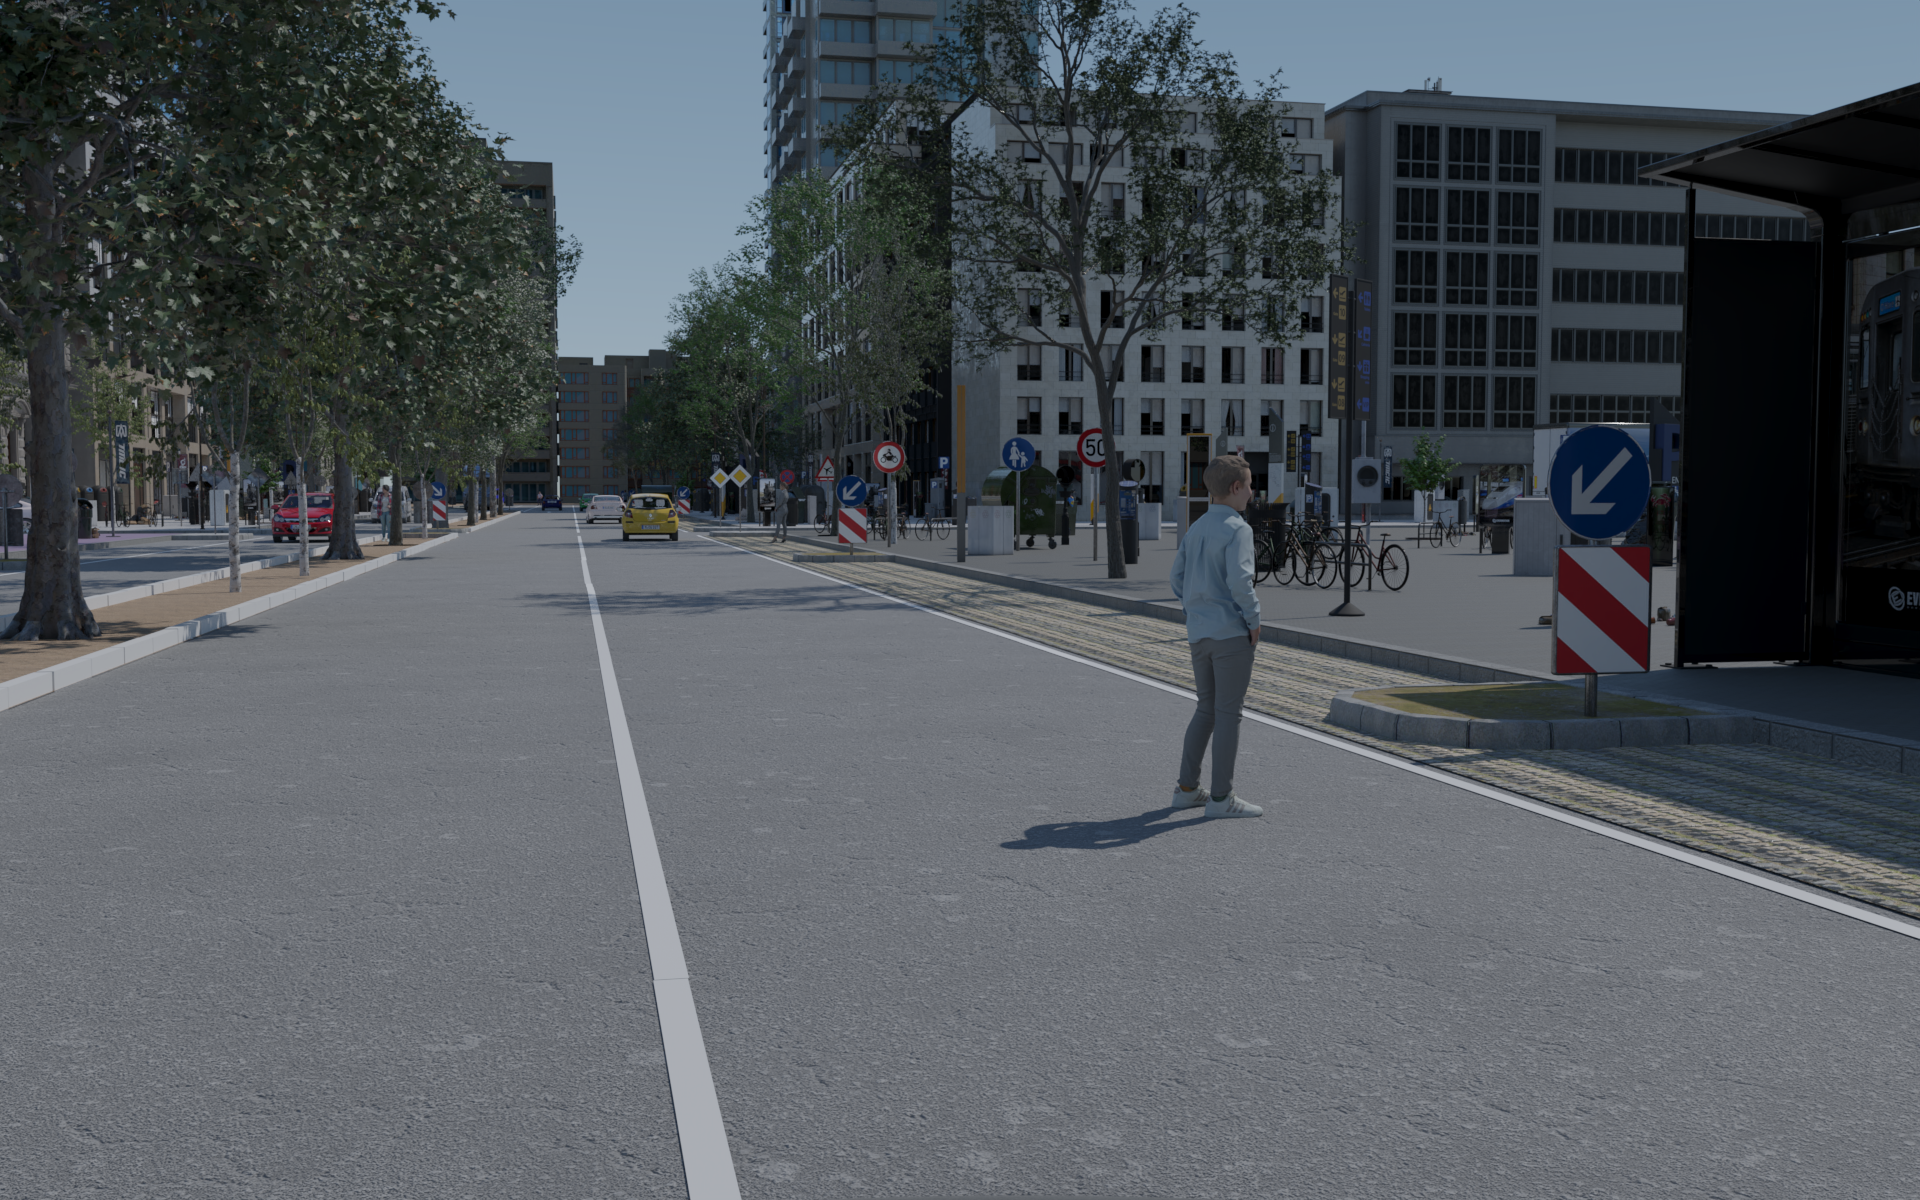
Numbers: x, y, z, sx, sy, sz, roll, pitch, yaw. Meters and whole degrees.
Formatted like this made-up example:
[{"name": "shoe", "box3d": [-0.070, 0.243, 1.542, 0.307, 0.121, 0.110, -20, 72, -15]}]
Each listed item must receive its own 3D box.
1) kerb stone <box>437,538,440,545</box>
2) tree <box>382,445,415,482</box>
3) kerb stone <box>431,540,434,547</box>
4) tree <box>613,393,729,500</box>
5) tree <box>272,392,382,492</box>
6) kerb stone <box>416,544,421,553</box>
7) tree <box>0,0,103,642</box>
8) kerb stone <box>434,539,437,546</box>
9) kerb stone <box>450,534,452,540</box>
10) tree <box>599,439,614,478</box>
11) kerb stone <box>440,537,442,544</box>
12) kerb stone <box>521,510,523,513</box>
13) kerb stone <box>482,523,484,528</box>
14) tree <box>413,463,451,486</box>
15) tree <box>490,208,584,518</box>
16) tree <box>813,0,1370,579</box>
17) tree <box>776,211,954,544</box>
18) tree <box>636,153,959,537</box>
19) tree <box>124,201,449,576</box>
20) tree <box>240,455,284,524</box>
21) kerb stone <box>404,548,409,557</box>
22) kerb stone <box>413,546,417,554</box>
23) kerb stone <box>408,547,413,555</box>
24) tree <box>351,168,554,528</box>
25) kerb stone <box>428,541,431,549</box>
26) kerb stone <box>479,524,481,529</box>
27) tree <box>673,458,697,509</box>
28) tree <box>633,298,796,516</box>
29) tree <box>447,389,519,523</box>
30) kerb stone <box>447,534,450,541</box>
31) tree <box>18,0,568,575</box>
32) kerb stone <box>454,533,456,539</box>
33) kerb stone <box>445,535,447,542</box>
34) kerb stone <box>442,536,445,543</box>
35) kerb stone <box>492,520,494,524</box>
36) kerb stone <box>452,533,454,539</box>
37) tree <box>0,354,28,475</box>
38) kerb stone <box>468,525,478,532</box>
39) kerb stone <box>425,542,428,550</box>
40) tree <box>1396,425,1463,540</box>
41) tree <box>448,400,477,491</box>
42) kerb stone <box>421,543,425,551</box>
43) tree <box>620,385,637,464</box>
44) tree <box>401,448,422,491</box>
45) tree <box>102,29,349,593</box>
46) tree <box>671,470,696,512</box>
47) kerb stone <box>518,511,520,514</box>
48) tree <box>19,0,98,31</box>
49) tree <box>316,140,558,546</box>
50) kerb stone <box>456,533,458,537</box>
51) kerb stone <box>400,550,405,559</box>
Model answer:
[{"name": "kerb stone", "box3d": [-14.595, -1.578, 48.020, 0.120, 0.150, 1.000, -1, 4, -13]}, {"name": "tree", "box3d": [-42.642, -12.648, 124.927, 7.486, 12.596, 7.792, 0, 3, 0]}, {"name": "kerb stone", "box3d": [-14.150, -1.457, 46.022, 0.120, 0.150, 1.000, -1, 4, -13]}, {"name": "tree", "box3d": [-20.501, -11.892, 128.840, 7.601, 10.594, 8.767, 0, 4, 7]}, {"name": "tree", "box3d": [-34.950, -10.623, 91.819, 7.486, 12.596, 7.792, 0, 3, 0]}, {"name": "kerb stone", "box3d": [-13.242, -1.212, 42.015, 0.120, 0.150, 1.000, -1, 4, -13]}, {"name": "tree", "box3d": [-9.060, -5.967, 17.029, 9.611, 12.733, 9.660, 0, 3, 0]}, {"name": "kerb stone", "box3d": [-14.374, -1.518, 47.019, 0.120, 0.150, 1.000, -1, 4, -13]}, {"name": "kerb stone", "box3d": [-15.720, -1.885, 53.021, 0.120, 0.150, 1.000, -1, 4, -13]}, {"name": "tree", "box3d": [-40.146, -17.143, 214.699, 8.767, 10.594, 7.601, -2, 4, -30]}, {"name": "kerb stone", "box3d": [-14.825, -1.641, 49.026, 0.120, 0.150, 1.000, -1, 4, -13]}, {"name": "kerb stone", "box3d": [-32.479, -6.444, 127.561, 0.120, 0.150, 1.000, -1, 4, -13]}, {"name": "kerb stone", "box3d": [-19.872, -3.017, 71.531, 0.120, 0.150, 1.000, -1, 4, -13]}, {"name": "tree", "box3d": [-56.287, -12.361, 185.820, 4.285, 4.588, 4.351, 0, 3, 0]}, {"name": "tree", "box3d": [-29.590, -15.066, 104.673, 12.611, 20.169, 13.585, 0, 3, 0]}, {"name": "tree", "box3d": [2.295, -5.626, 26.406, 8.767, 10.594, 7.601, -1, 4, -21]}, {"name": "tree", "box3d": [-1.902, -5.742, 44.250, 4.360, 8.622, 3.978, 0, 3, 0]}, {"name": "tree", "box3d": [-3.598, -7.739, 52.287, 9.928, 11.665, 9.643, 0, 3, 0]}, {"name": "tree", "box3d": [-11.317, -4.700, 29.659, 4.737, 8.622, 4.395, 0, 3, 0]}, {"name": "tree", "box3d": [-30.197, -4.935, 75.292, 1.663, 3.219, 1.824, 0, 3, 0]}, {"name": "kerb stone", "box3d": [-12.572, -1.024, 39.016, 0.120, 0.150, 1.000, -1, 4, -13]}, {"name": "kerb stone", "box3d": [-13.017, -1.150, 41.013, 0.120, 0.150, 1.000, -1, 4, -13]}, {"name": "kerb stone", "box3d": [-12.797, -1.090, 40.013, 0.120, 0.150, 1.000, -1, 4, -13]}, {"name": "tree", "box3d": [-20.333, -9.679, 67.358, 9.857, 13.997, 8.962, 0, 3, 0]}, {"name": "kerb stone", "box3d": [-13.919, -1.396, 45.014, 0.120, 0.150, 1.000, -1, 4, -13]}, {"name": "kerb stone", "box3d": [-19.429, -2.895, 69.531, 0.120, 0.150, 1.000, -1, 4, -13]}, {"name": "tree", "box3d": [-24.246, -12.146, 148.941, 4.737, 8.622, 4.395, 0, 3, 0]}, {"name": "tree", "box3d": [-14.277, -11.261, 101.124, 9.611, 12.733, 9.660, 0, 3, 0]}, {"name": "tree", "box3d": [-24.102, -8.153, 86.129, 4.360, 8.622, 3.978, 0, 3, 0]}, {"name": "kerb stone", "box3d": [-15.494, -1.824, 52.024, 0.120, 0.150, 1.000, -1, 4, -13]}, {"name": "tree", "box3d": [-13.494, -7.226, 37.604, 9.611, 12.733, 9.660, 0, 3, 0]}, {"name": "kerb stone", "box3d": [-16.173, -2.007, 55.017, 0.120, 0.150, 1.000, -1, 4, -13]}, {"name": "kerb stone", "box3d": [-15.279, -1.761, 51.025, 0.120, 0.150, 1.000, -1, 4, -13]}, {"name": "kerb stone", "box3d": [-15.052, -1.697, 50.023, 0.120, 0.150, 1.000, -1, 4, -13]}, {"name": "kerb stone", "box3d": [-22.140, -3.630, 81.548, 0.120, 0.150, 1.000, -1, 4, -13]}, {"name": "kerb stone", "box3d": [-15.948, -1.942, 54.017, 0.120, 0.150, 1.000, -1, 4, -13]}, {"name": "tree", "box3d": [-23.781, -5.523, 40.670, 4.737, 8.622, 4.395, 0, 3, 0]}, {"name": "kerb stone", "box3d": [-18.984, -2.770, 67.536, 0.120, 0.150, 1.000, -1, 4, -13]}, {"name": "kerb stone", "box3d": [-13.688, -1.327, 44.010, 0.120, 0.150, 1.000, -1, 4, -13]}, {"name": "tree", "box3d": [13.035, -3.319, 48.872, 1.663, 3.219, 1.824, 0, 3, 0]}, {"name": "tree", "box3d": [-16.942, -6.228, 54.655, 4.737, 8.622, 4.395, 0, 3, 0]}, {"name": "kerb stone", "box3d": [-13.466, -1.269, 43.013, 0.120, 0.150, 1.000, -1, 4, -13]}, {"name": "tree", "box3d": [-9.435, -9.277, 77.434, 9.928, 11.665, 9.643, 0, 3, 0]}, {"name": "tree", "box3d": [-45.299, -11.561, 139.384, 4.360, 8.622, 3.978, 0, 3, 0]}, {"name": "tree", "box3d": [-10.570, -4.419, 25.071, 4.360, 8.622, 3.978, 0, 3, 0]}, {"name": "tree", "box3d": [-19.325, -7.803, 122.186, 1.663, 3.219, 1.824, 0, 3, 0]}, {"name": "kerb stone", "box3d": [-30.901, -6.015, 120.541, 0.120, 0.150, 1.000, -1, 4, -13]}, {"name": "tree", "box3d": [-6.120, -5.669, 5.523, 12.009, 13.543, 11.850, 0, 3, 0]}, {"name": "tree", "box3d": [-15.414, -7.284, 47.303, 9.928, 11.665, 9.643, 0, 3, 0]}, {"name": "kerb stone", "box3d": [-16.390, -2.069, 56.016, 0.120, 0.150, 1.000, -1, 4, -13]}, {"name": "kerb stone", "box3d": [-12.354, -0.967, 38.009, 0.120, 0.150, 1.000, -1, 4, -13]}]
